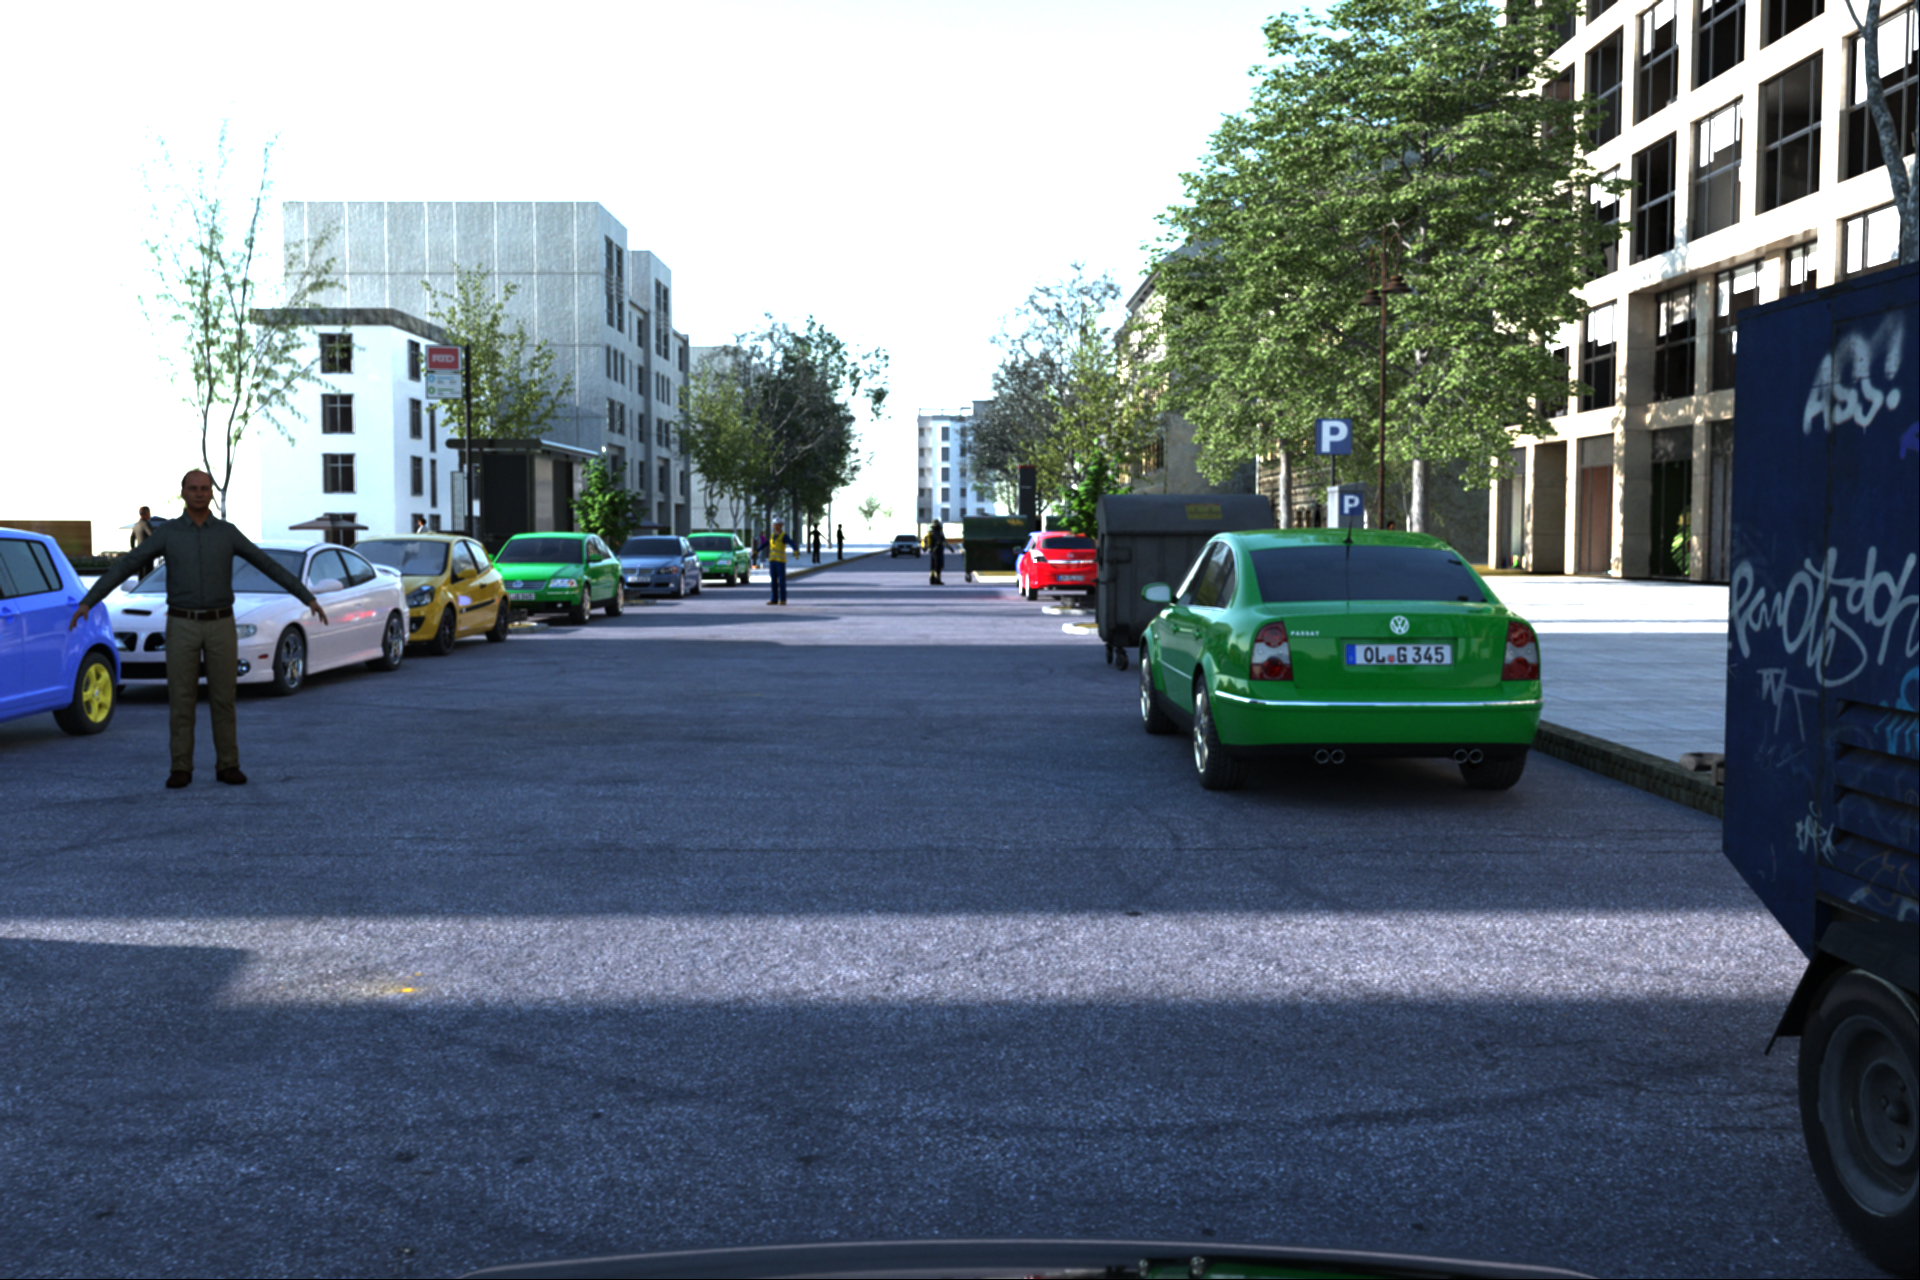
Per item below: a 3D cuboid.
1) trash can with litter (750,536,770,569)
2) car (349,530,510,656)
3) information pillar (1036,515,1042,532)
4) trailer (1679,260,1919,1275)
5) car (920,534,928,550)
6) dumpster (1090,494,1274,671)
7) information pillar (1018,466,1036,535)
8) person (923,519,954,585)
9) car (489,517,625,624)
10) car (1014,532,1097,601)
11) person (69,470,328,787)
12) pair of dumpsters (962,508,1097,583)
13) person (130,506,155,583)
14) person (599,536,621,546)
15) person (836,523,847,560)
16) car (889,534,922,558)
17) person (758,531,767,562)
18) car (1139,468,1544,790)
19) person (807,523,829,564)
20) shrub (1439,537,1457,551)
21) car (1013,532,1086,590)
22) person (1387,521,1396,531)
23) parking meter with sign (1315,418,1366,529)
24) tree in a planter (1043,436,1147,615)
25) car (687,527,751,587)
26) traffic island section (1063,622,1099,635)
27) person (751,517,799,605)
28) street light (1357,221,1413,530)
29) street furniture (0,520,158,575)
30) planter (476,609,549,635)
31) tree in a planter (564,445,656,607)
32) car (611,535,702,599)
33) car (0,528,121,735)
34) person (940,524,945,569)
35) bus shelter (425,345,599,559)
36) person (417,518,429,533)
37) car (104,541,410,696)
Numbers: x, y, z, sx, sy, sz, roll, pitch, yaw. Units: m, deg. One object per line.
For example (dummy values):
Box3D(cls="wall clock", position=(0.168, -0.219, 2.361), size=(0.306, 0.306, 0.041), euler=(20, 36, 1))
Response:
Box3D(cls="trash can with litter", position=(-7.522, -3.279, 64.670), size=(1.678, 1.210, 2.233), euler=(0, 4, -1))
Box3D(cls="car", position=(-6.884, -0.696, 21.611), size=(2.015, 1.641, 3.980), euler=(0, 4, -1))
Box3D(cls="information pillar", position=(3.045, -3.845, 67.350), size=(0.304, 2.012, 0.304), euler=(0, 4, 0))
Box3D(cls="trailer", position=(2.474, 0.201, 3.756), size=(1.471, 1.999, 3.904), euler=(0, 4, -1))
Box3D(cls="car", position=(-2.539, -8.817, 154.380), size=(2.015, 1.641, 3.980), euler=(0, 4, 0))
Box3D(cls="dumpster", position=(2.379, -0.637, 18.632), size=(1.865, 1.857, 1.264), euler=(0, 4, -2))
Box3D(cls="information pillar", position=(2.539, -4.666, 65.663), size=(0.750, 3.857, 0.750), euler=(0, 4, -2))
Box3D(cls="person", position=(-0.657, -2.483, 48.841), size=(0.705, 1.856, 1.354), euler=(-3, 4, -38))
Box3D(cls="car", position=(-6.800, -1.227, 28.865), size=(1.959, 1.807, 4.718), euler=(0, 4, 0))
Box3D(cls="car", position=(2.299, -1.819, 38.778), size=(2.155, 1.783, 4.494), euler=(0, 4, -1))
Box3D(cls="person", position=(-4.337, -0.072, 9.902), size=(1.348, 1.796, 0.705), euler=(-2, 4, -28))
Box3D(cls="pair of dumpsters", position=(2.266, -2.850, 51.542), size=(4.436, 2.255, 1.574), euler=(0, 4, -1))
Box3D(cls="person", position=(-15.100, -1.590, 32.172), size=(1.348, 1.807, 0.705), euler=(3, 4, 37))
Box3D(cls="person", position=(-11.214, -2.961, 54.537), size=(0.705, 1.813, 1.348), euler=(2, 4, 29))
Box3D(cls="person", position=(-5.924, -4.883, 86.021), size=(0.705, 1.806, 1.347), euler=(-1, 4, -21))
Box3D(cls="car", position=(-3.293, -5.876, 105.852), size=(2.009, 1.686, 4.222), euler=(0, 3, 0))
Box3D(cls="person", position=(-9.036, -4.322, 79.926), size=(0.599, 1.433, 0.991), euler=(2, 4, 31))
Box3D(cls="car", position=(2.216, -0.140, 11.078), size=(1.959, 1.807, 4.718), euler=(0, 4, -1))
Box3D(cls="person", position=(-6.171, -4.178, 75.029), size=(1.216, 1.740, 0.721), euler=(3, 4, 38))
Box3D(cls="shrub", position=(16.148, -2.867, 57.993), size=(1.383, 1.207, 1.383), euler=(0, 3, 0))
Box3D(cls="car", position=(2.383, -2.205, 45.638), size=(1.945, 1.707, 3.694), euler=(0, 4, -2))
Box3D(cls="person", position=(18.065, -4.058, 72.492), size=(1.345, 1.843, 0.704), euler=(-2, 4, -25))
Box3D(cls="parking meter with sign", position=(5.629, -1.780, 25.363), size=(0.543, 3.016, 1.738), euler=(0, 3, 0))
Box3D(cls="tree in a planter", position=(2.533, -2.105, 31.646), size=(1.991, 3.239, 1.994), euler=(0, 4, -1))
Box3D(cls="car", position=(-6.959, -2.428, 48.488), size=(1.959, 1.807, 4.718), euler=(0, 4, 0))
Box3D(cls="traffic island section", position=(2.545, -0.166, 25.575), size=(1.991, 0.108, 1.994), euler=(0, 4, -1))
Box3D(cls="person", position=(-3.731, -1.597, 35.026), size=(1.216, 1.772, 0.721), euler=(2, 4, 34))
Box3D(cls="street light", position=(6.345, -3.256, 26.021), size=(0.468, 5.910, 1.993), euler=(0, 4, -1))
Box3D(cls="street furniture", position=(-29.233, -2.937, 54.880), size=(11.010, 1.723, 9.812), euler=(-3, 5, -44))
Box3D(cls="planter", position=(-7.168, -0.267, 25.511), size=(1.991, 0.319, 1.994), euler=(0, 4, 0))
Box3D(cls="tree in a planter", position=(-7.221, -2.305, 34.910), size=(1.991, 3.239, 1.994), euler=(0, 3, 0))
Box3D(cls="car", position=(-7.028, -1.707, 39.918), size=(2.014, 1.417, 4.499), euler=(0, 4, 0))
Box3D(cls="car", position=(-6.990, -0.093, 11.104), size=(1.945, 1.707, 3.694), euler=(0, 4, -1))
Box3D(cls="person", position=(-0.806, -3.816, 70.708), size=(0.705, 1.847, 1.347), euler=(1, 4, 15))
Box3D(cls="bus shelter", position=(-10.232, -3.783, 39.477), size=(2.179, 5.291, 8.768), euler=(0, 3, 0))
Box3D(cls="person", position=(-17.954, -3.158, 57.818), size=(0.705, 1.806, 1.347), euler=(1, 4, 11))
Box3D(cls="car", position=(-6.826, -0.271, 16.795), size=(2.083, 1.381, 4.827), euler=(0, 3, 0))
